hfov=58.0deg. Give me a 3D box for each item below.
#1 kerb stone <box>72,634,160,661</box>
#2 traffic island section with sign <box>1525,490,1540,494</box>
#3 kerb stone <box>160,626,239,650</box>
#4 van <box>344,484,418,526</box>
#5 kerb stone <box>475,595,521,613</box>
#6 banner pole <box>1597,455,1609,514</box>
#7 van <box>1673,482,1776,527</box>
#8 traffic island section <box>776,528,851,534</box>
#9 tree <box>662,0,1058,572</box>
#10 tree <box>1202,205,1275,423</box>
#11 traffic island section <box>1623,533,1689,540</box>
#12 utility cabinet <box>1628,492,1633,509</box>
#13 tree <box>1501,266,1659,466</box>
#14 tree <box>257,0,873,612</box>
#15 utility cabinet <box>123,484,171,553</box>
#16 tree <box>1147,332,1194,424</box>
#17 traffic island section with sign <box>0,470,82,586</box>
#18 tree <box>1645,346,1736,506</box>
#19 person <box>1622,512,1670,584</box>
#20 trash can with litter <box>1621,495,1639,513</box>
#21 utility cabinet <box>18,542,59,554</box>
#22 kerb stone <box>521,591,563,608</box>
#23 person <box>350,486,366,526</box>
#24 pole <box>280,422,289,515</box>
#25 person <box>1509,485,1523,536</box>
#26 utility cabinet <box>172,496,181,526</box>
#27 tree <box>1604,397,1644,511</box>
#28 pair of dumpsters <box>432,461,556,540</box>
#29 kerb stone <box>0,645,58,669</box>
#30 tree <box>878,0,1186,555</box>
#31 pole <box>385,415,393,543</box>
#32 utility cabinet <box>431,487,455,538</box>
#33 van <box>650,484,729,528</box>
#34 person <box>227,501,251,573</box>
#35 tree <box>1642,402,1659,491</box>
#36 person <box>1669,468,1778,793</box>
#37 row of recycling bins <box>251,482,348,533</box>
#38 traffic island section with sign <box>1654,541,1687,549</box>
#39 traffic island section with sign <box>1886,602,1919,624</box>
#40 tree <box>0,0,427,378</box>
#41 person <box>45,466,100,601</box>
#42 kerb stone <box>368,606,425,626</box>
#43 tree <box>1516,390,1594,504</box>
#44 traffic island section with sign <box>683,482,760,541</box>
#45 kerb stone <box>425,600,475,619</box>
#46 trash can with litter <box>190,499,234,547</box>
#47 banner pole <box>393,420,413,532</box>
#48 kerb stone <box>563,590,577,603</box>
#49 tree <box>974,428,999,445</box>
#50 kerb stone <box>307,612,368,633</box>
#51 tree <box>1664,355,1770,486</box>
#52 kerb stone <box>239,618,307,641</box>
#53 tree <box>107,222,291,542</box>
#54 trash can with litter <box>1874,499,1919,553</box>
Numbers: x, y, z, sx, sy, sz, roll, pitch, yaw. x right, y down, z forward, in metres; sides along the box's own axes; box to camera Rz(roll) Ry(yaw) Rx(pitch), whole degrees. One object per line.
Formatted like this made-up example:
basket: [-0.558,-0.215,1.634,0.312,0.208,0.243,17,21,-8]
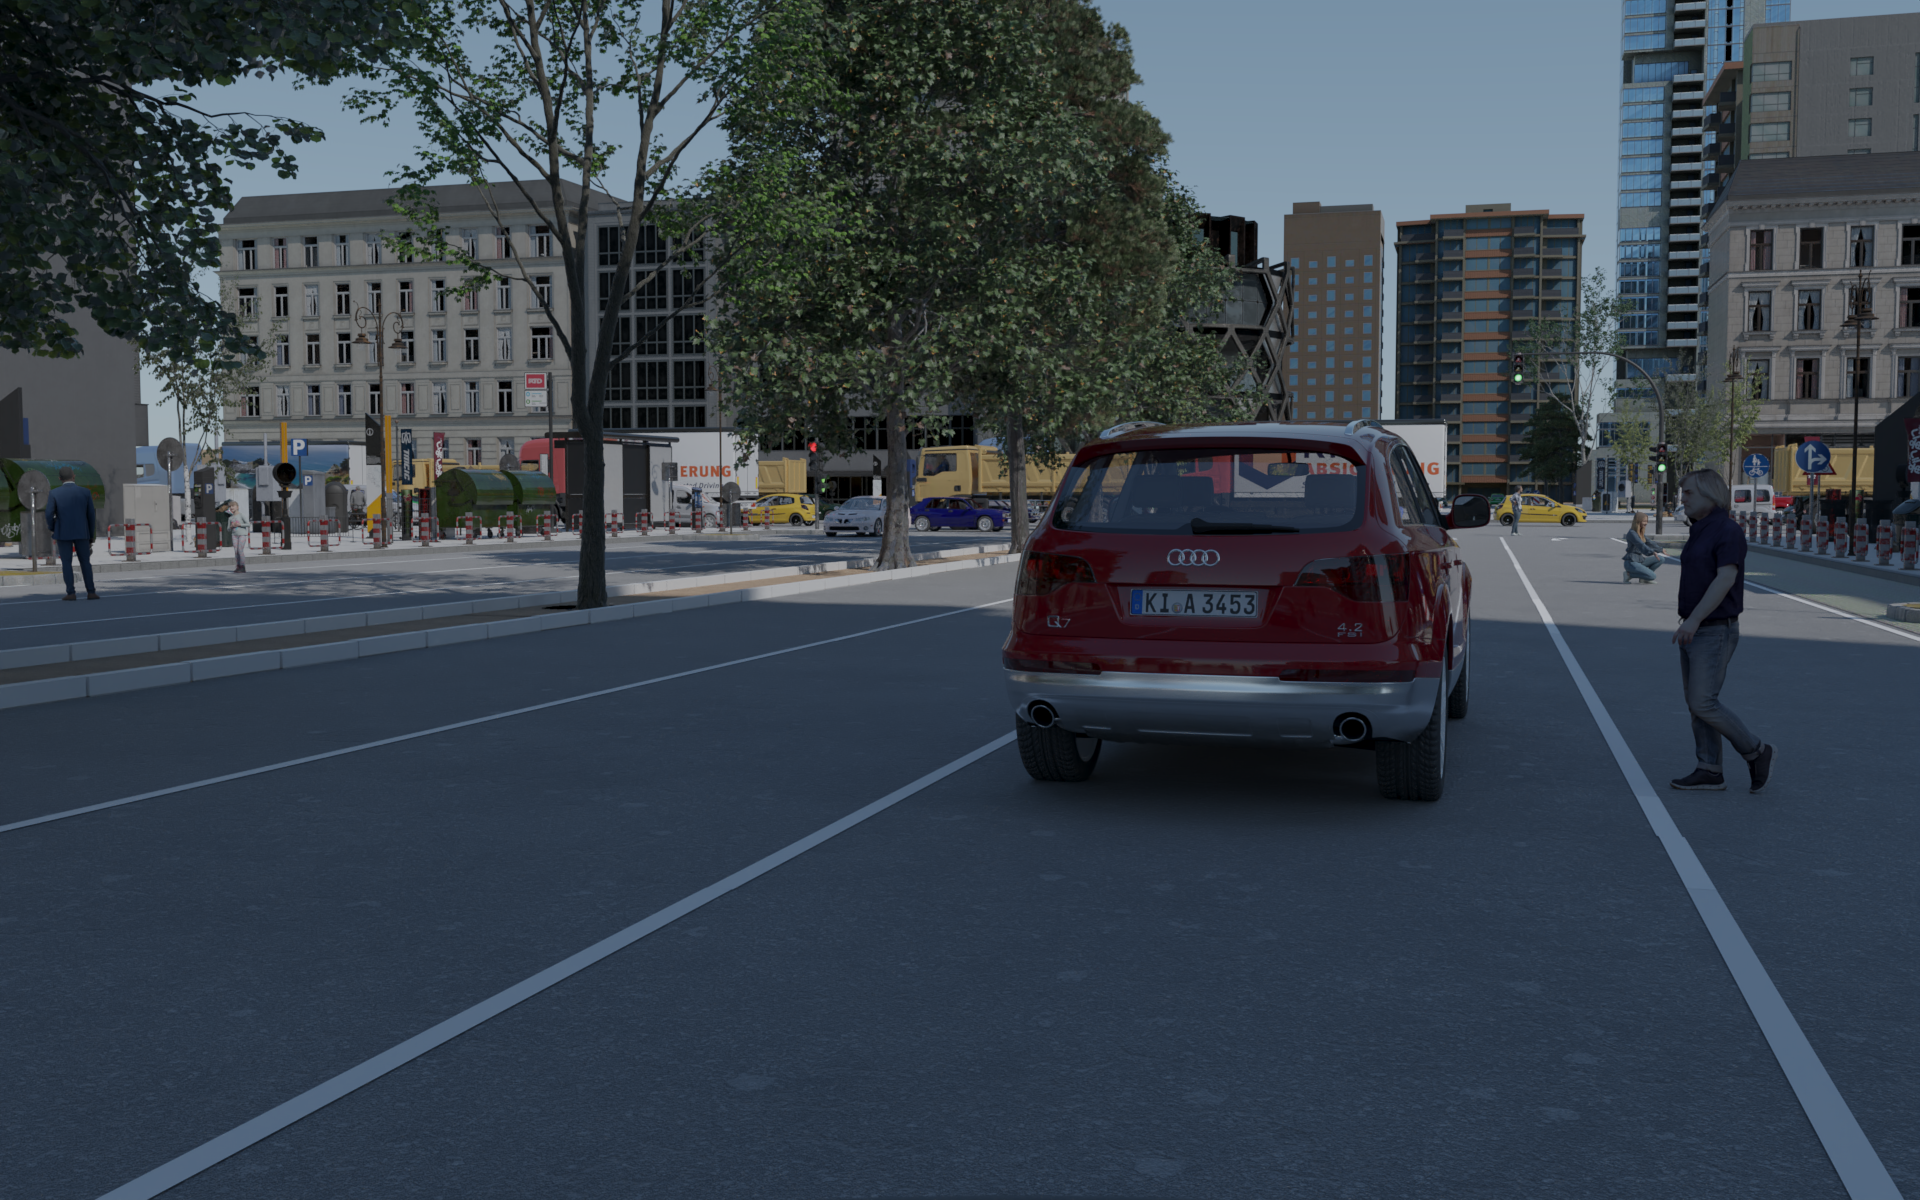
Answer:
kerb stone: [-7.484,0.424,15.263,0.120,0.150,1.000,1,4,17]
traffic island section with sign: [57.167,-10.005,172.213,1.989,1.847,2.006,1,4,17]
kerb stone: [-7.185,0.364,16.245,0.120,0.150,1.000,1,4,17]
van: [-25.258,-4.186,75.447,4.112,2.044,2.013,1,4,15]
kerb stone: [-5.723,0.062,21.175,0.120,0.150,1.000,1,4,17]
banner pole: [41.264,-7.401,111.028,0.863,3.779,0.401,2,4,29]
van: [33.572,-4.225,76.094,4.112,2.044,2.013,1,4,16]
traffic island section: [-5.214,-2.489,62.973,2.009,0.180,2.903,1,4,17]
tree: [-1.149,-6.872,31.829,9.611,12.733,9.660,0,3,0]
tree: [3.881,-7.936,49.216,9.611,12.733,9.660,0,3,0]
traffic island section: [22.140,-1.991,54.841,2.009,0.180,2.903,1,4,17]
utility cabinet: [55.483,-8.230,143.233,0.318,1.500,1.173,1,4,23]
tree: [52.539,-17.803,146.962,12.611,20.169,13.585,0,3,0]
tree: [-4.494,-5.672,20.954,9.928,11.665,9.643,0,3,0]
utility cabinet: [-17.775,-1.787,37.895,0.318,1.500,1.173,1,4,10]
tree: [6.310,-6.371,56.985,4.737,8.622,4.395,0,3,0]
traffic island section with sign: [-15.354,-1.172,27.790,1.989,1.847,2.006,1,4,17]
tree: [36.390,-8.346,86.818,4.360,8.622,3.978,0,3,0]
person: [10.978,-0.832,27.594,0.738,1.151,1.012,3,5,44]
trash can with litter: [44.951,-6.382,115.398,1.678,1.210,2.233,1,4,23]
utility cabinet: [-19.415,-1.721,36.811,0.318,1.500,1.173,1,4,20]
kerb stone: [-5.422,0.002,22.164,0.120,0.150,1.000,1,4,17]
person: [-25.397,-3.921,72.999,0.661,1.777,0.834,-2,4,-34]
pole: [-19.257,-3.397,49.377,0.158,3.312,0.155,0,3,0]
person: [19.202,-3.091,59.768,0.376,1.734,0.841,2,4,35]
utility cabinet: [-30.195,-3.392,66.625,0.306,1.237,1.020,-2,4,-32]
tree: [50.337,-10.971,129.734,4.737,8.622,4.395,0,3,0]
pair of dumpsters: [-13.427,-2.906,50.004,1.574,2.255,4.437,1,4,17]
kerb stone: [-7.778,0.485,14.271,0.120,0.150,1.000,1,4,17]
tree: [1.303,-8.006,40.773,7.806,13.903,7.818,0,3,0]
pole: [-14.845,-3.131,45.031,0.158,3.312,0.155,0,3,0]
utility cabinet: [-14.905,-2.523,49.937,0.318,1.500,1.173,0,4,1]
van: [-11.126,-3.912,70.979,4.112,2.044,2.013,1,4,17]
person: [-13.164,-1.151,31.595,0.425,1.301,0.394,0,4,-8]
tree: [51.452,-10.480,121.716,4.737,8.622,4.395,0,3,0]
person: [3.643,0.148,8.289,0.471,1.553,0.569,3,4,39]
row of recycling bins: [-22.068,-3.102,57.831,3.534,1.692,1.069,1,4,14]
traffic island section with sign: [19.449,-2.270,45.737,1.989,1.847,2.006,1,4,17]
traffic island section with sign: [11.567,-0.654,19.328,1.989,1.847,2.006,1,4,17]
tree: [-7.499,-6.194,10.391,9.857,13.997,8.962,0,3,0]
person: [-11.932,-0.896,23.325,0.419,1.800,0.721,3,5,45]
kerb stone: [-6.308,0.183,19.200,0.120,0.150,1.000,1,4,17]
tree: [62.485,-15.769,179.870,6.751,12.117,7.091,0,3,0]
traffic island section with sign: [-7.395,-2.801,54.418,1.989,1.847,2.006,1,4,17]
kerb stone: [-6.018,0.123,20.185,0.120,0.150,1.000,1,4,17]
trash can with litter: [-17.996,-1.855,41.725,1.055,1.170,0.624,-1,4,-13]
banner pole: [-18.786,-4.184,58.433,0.863,3.779,0.401,1,4,22]
kerb stone: [-5.134,-0.056,23.158,0.120,0.150,1.000,1,4,17]
tree: [2.624,-9.335,102.995,4.360,8.622,3.978,0,3,0]
kerb stone: [-6.612,0.244,18.219,0.120,0.150,1.000,1,4,17]
tree: [40.804,-8.661,91.965,4.737,8.622,4.395,0,3,0]
kerb stone: [-6.899,0.308,17.233,0.120,0.150,1.000,1,4,17]
tree: [-20.272,-5.836,45.774,4.360,8.622,3.978,0,3,0]
trash can with litter: [20.691,-1.631,38.053,1.055,1.170,0.624,-1,4,-20]
